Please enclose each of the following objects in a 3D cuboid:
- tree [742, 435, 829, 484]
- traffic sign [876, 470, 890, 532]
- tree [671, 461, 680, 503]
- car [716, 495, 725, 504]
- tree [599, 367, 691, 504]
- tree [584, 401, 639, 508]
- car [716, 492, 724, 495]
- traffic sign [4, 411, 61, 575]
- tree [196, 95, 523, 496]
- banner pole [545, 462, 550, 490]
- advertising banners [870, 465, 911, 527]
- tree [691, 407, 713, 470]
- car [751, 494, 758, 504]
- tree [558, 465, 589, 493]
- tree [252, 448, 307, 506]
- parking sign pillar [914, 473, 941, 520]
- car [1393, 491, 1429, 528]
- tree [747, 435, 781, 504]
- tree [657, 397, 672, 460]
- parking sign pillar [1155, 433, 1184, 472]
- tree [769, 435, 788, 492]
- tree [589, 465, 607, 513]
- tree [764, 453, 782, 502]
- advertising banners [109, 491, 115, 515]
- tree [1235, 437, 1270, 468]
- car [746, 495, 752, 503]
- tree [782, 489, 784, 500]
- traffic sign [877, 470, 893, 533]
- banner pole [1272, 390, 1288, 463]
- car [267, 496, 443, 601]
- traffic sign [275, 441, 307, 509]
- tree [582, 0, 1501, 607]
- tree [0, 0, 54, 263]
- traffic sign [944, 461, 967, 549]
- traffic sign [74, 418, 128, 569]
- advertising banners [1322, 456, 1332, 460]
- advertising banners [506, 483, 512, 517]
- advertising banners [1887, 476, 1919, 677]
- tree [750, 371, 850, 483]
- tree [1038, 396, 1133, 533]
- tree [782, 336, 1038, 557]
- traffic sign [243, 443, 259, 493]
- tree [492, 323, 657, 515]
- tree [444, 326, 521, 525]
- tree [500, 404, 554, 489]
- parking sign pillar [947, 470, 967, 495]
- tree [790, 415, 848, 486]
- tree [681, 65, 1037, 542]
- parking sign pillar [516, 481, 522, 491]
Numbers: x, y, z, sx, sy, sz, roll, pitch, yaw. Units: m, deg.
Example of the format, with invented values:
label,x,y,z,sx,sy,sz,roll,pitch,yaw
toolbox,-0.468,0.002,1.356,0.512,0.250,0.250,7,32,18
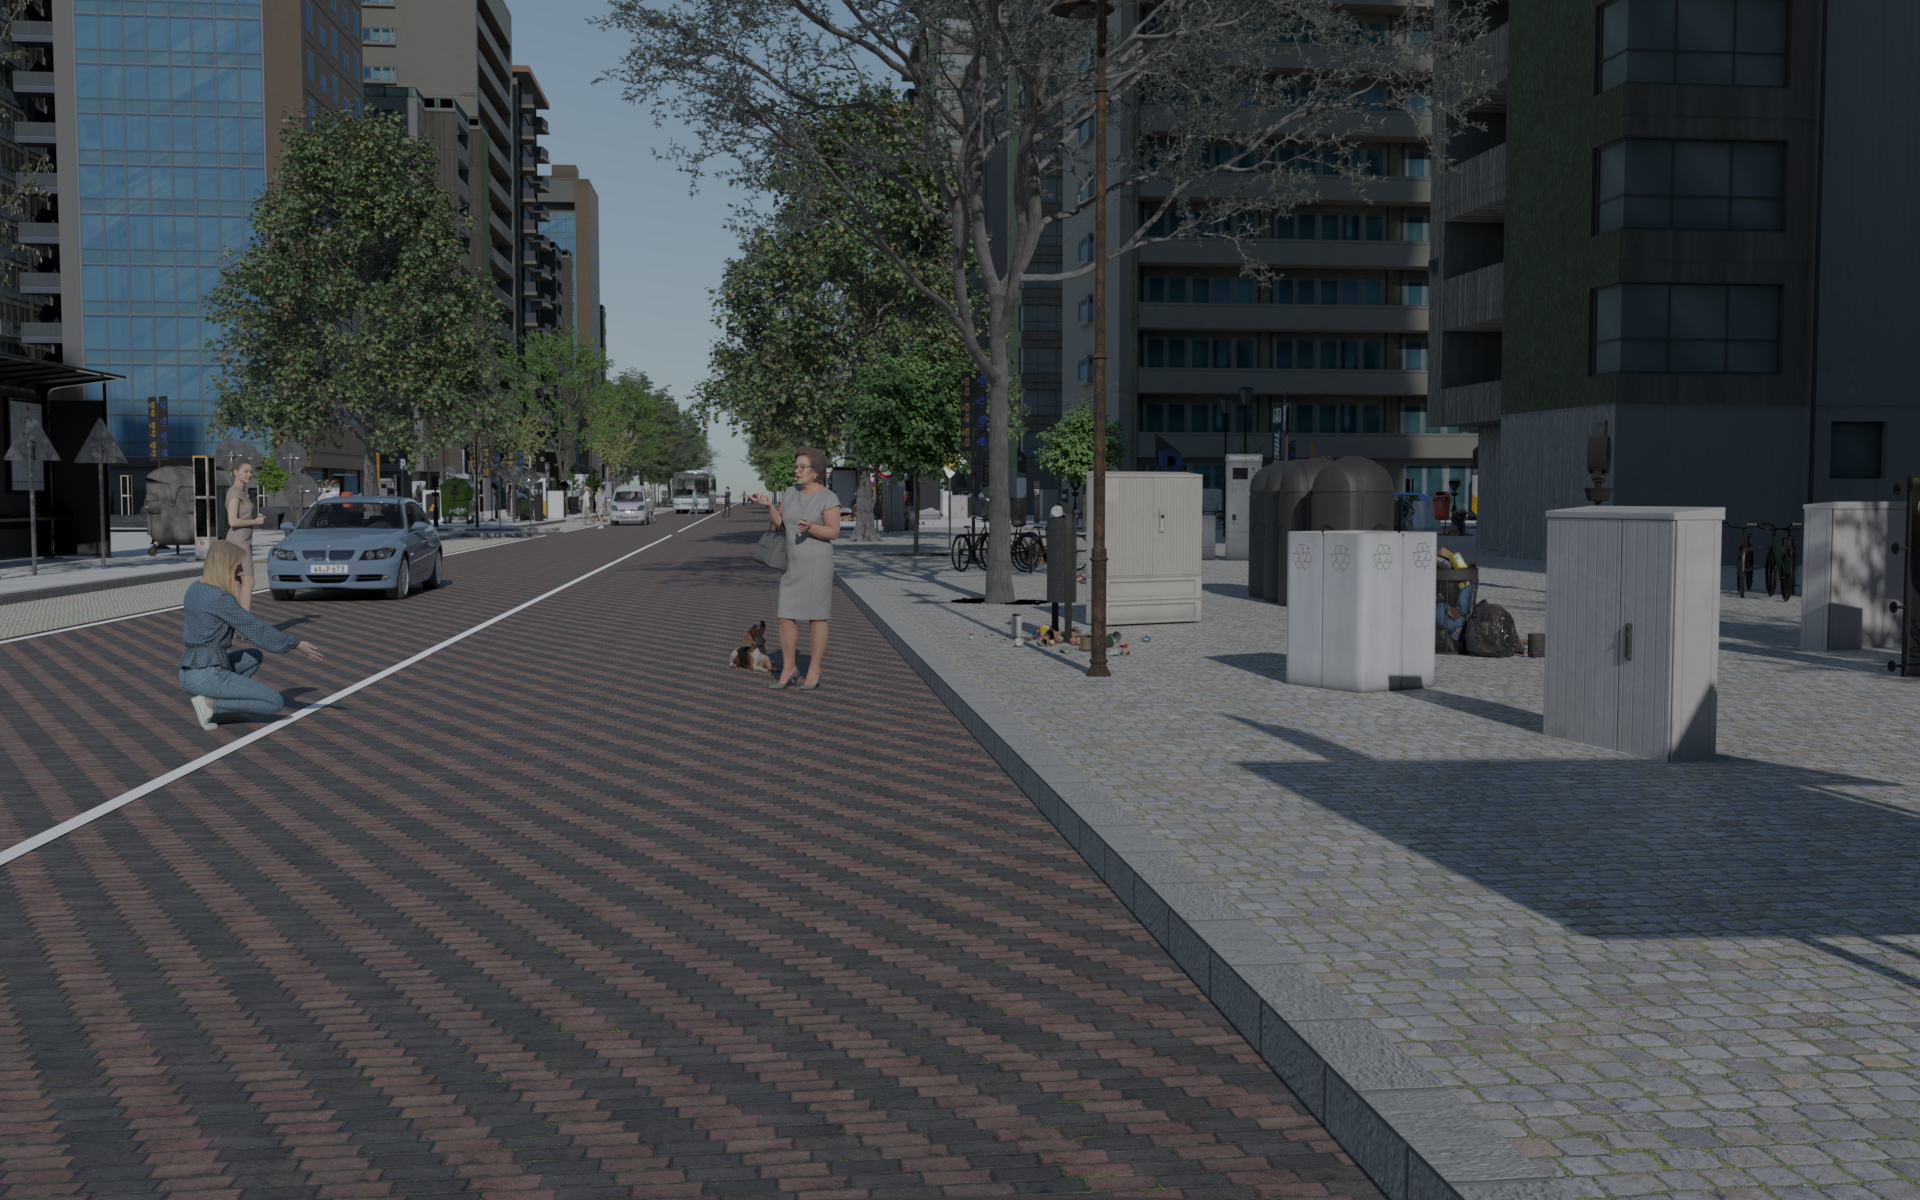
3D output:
label,x,y,z,sx,sy,sz,roll,pitch,yaw
tree,-15.788,-15.659,162.683,9.857,13.997,8.962,0,3,0
traffic sign,-2.520,-3.594,58.862,0.768,2.556,0.104,0,4,-3
tree,-38.372,-17.254,232.463,4.360,8.622,3.978,0,3,0
car,-31.858,-13.319,230.124,2.083,1.381,4.827,0,4,-6
tree,-31.691,-16.264,172.564,9.857,13.997,8.962,0,3,0
tree,-27.921,-11.477,138.011,4.737,8.622,4.395,0,3,0
car,-33.571,-14.245,242.692,2.009,1.686,4.222,0,4,-7
traffic sign,-14.601,-1.667,27.259,0.884,2.594,0.081,0,4,-1
tree,-17.285,-8.150,50.255,9.611,12.733,9.660,0,3,0
banner pole,-28.659,-7.940,119.836,0.863,3.779,0.401,2,4,33
advertising banners,-2.823,-4.357,67.429,2.074,3.025,0.090,2,4,28
tree,-36.383,-18.958,216.621,9.857,13.997,8.962,0,3,0
car,-28.497,-14.343,243.552,2.155,1.783,4.494,0,4,-7
tree,-25.612,-7.308,114.094,1.663,3.219,1.824,0,3,0
tree,-27.108,-4.528,68.635,1.663,3.219,1.824,0,3,0
parking sign pillar,-1.670,-6.059,87.541,1.447,3.967,1.447,1,4,10
car,16.379,-3.484,66.547,3.694,1.707,1.945,0,4,-7
tree,-24.777,-18.684,231.236,9.928,11.665,9.643,0,3,0
tree,-30.073,-14.084,156.029,9.928,11.665,9.643,0,3,0
parking sign pillar,9.328,-5.421,77.100,1.447,3.967,1.447,-2,4,-24
tree,-21.324,-15.641,206.084,4.737,8.622,4.395,0,3,0
tree,-24.629,-7.443,116.296,1.663,3.219,1.824,0,3,0
tree,-11.067,-7.923,113.256,4.285,4.588,4.351,0,3,0
advertising banners,-38.645,-5.004,78.005,2.074,3.025,0.090,3,4,36
tree,9.566,-3.889,58.191,1.663,3.219,1.824,0,3,0
car,-35.243,-17.202,293.829,1.945,1.354,3.894,-1,4,-9
tree,-18.908,-20.315,188.040,12.611,20.169,13.585,0,3,0
traffic sign,-2.364,-3.464,56.738,0.768,2.556,0.104,0,4,2
banner pole,7.752,-3.178,41.977,0.401,3.779,0.863,-1,4,-18
car,-8.594,-0.790,24.911,2.014,1.417,4.499,0,4,-7
traffic sign,-16.213,-2.562,41.996,0.768,2.556,0.104,0,4,-3
tree,0.387,-6.693,19.801,12.009,13.543,11.850,0,3,0
tree,-14.171,-4.445,23.044,4.360,8.622,3.978,0,3,0
traffic sign,-0.240,-2.400,40.421,0.795,2.450,0.064,0,4,0
traffic sign,-14.663,-1.809,29.577,0.884,2.594,0.081,0,4,-3
advertising banners,17.288,-5.023,78.309,2.074,3.025,0.090,3,4,38
advertising banners,-25.424,-6.213,97.777,0.090,3.025,2.074,-1,4,-23
advertising banners,7.545,-0.979,12.189,2.074,3.025,0.090,-1,4,-8
tree,-11.229,-12.453,121.726,7.486,12.596,7.792,0,3,0
tree,4.263,-4.561,58.286,4.285,4.588,4.351,0,3,0
tree,-0.921,-3.202,36.061,4.285,4.588,4.351,0,3,0
traffic sign,-17.710,-2.613,42.830,0.768,2.556,0.104,0,4,3
tree,-24.453,-11.051,106.434,9.928,11.665,9.643,0,3,0
tree,-19.731,-7.345,70.453,4.360,8.622,3.978,0,3,0
tree,-32.587,-10.958,129.526,4.737,8.622,4.395,0,3,0
parking sign pillar,-0.205,-7.901,117.647,1.447,3.967,1.447,1,4,21
tree,-7.056,-8.412,87.901,4.360,8.622,3.978,0,3,0
tree,-2.698,-7.925,46.585,9.611,12.733,9.660,0,3,0
parking sign pillar,-34.612,-9.007,135.733,1.447,3.967,1.447,0,4,-5
